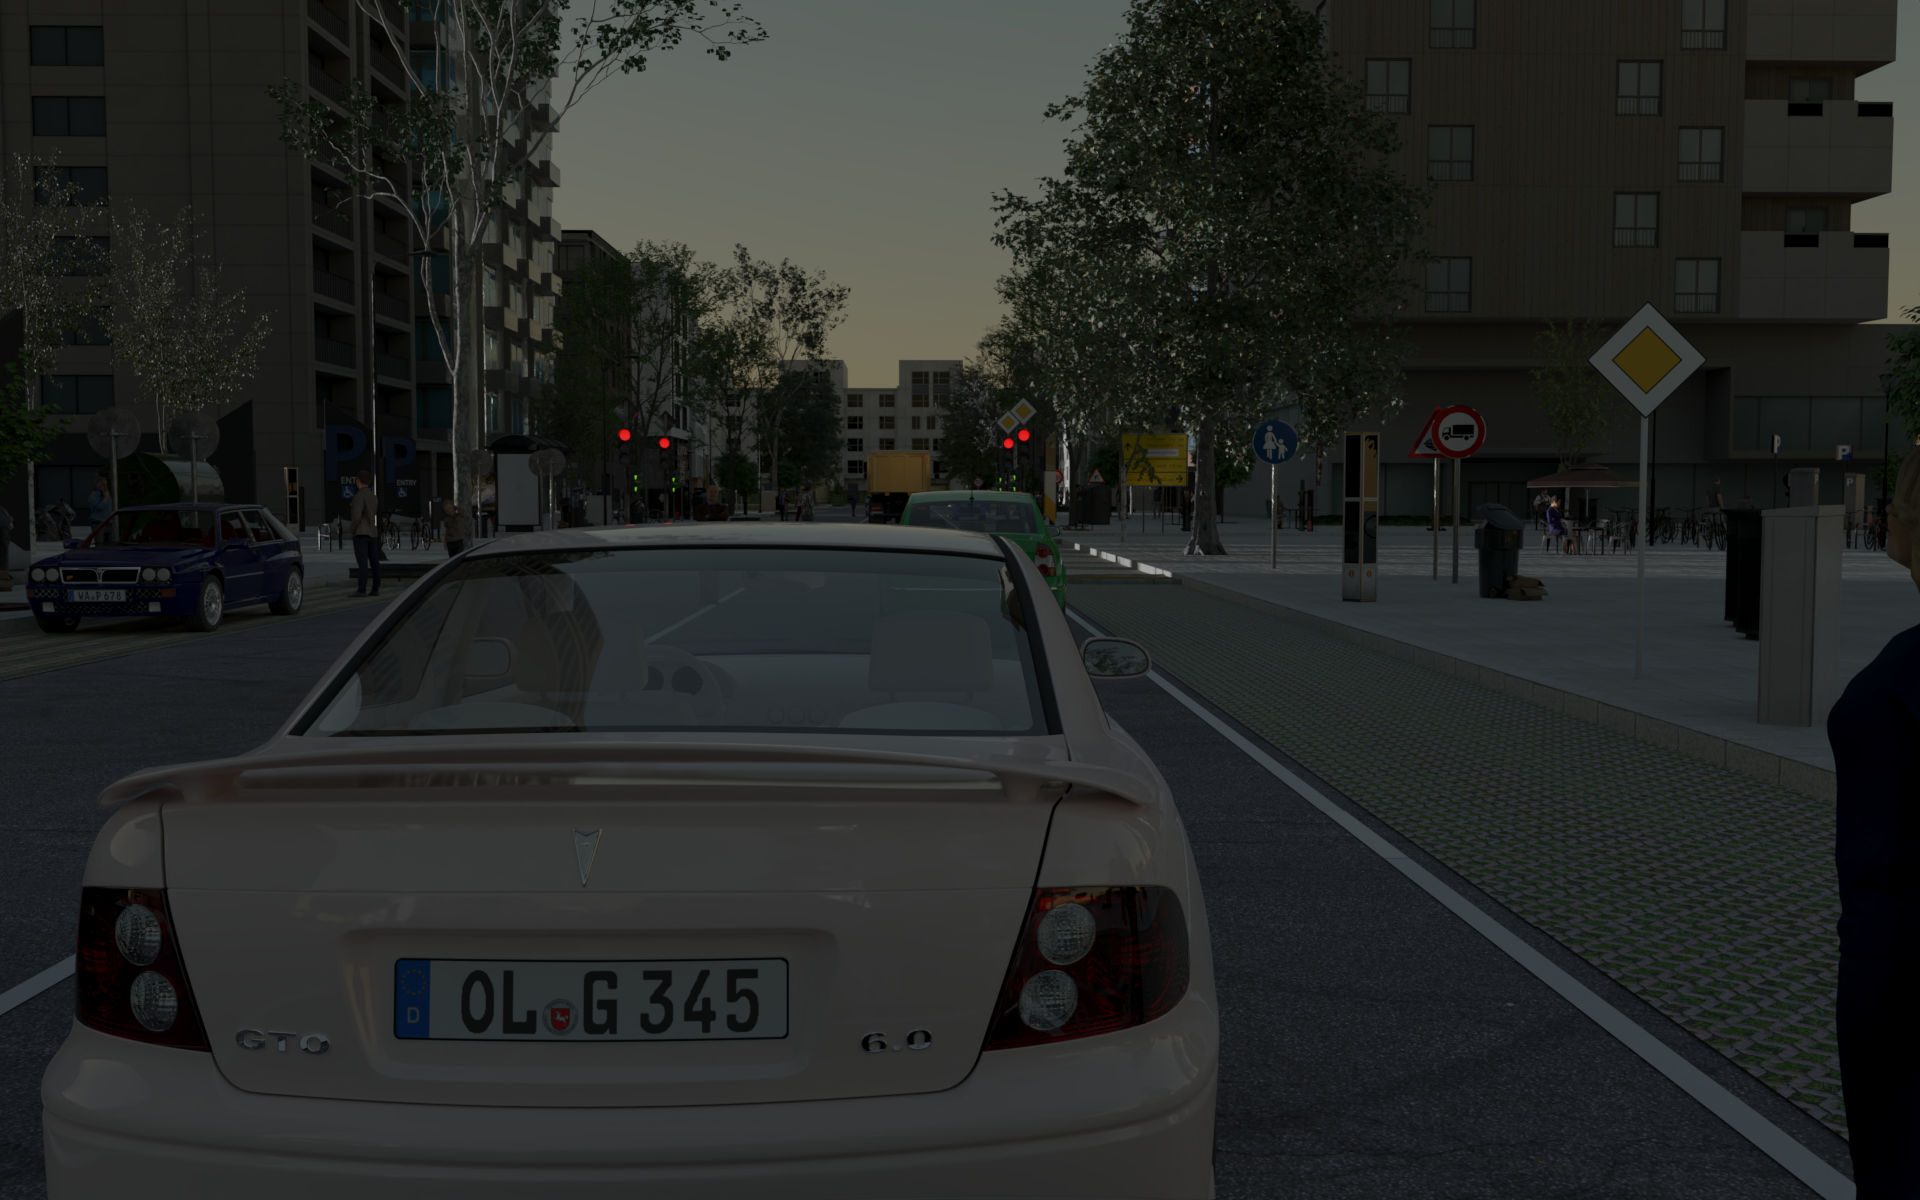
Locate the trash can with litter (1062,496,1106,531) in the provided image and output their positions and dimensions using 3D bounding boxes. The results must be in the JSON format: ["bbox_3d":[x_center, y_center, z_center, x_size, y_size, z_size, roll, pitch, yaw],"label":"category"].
[{"bbox_3d":[4.126,-3.067,61.209,1.678,1.210,2.233,-2,4,-24],"label":"trash can with litter"}]

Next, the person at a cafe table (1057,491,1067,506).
[{"bbox_3d":[7.154,-7.385,129.263,1.622,1.524,1.698,1,4,11],"label":"person at a cafe table"}]

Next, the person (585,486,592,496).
[{"bbox_3d":[-22.034,-5.873,102.786,0.376,1.734,0.841,2,4,24],"label":"person"}]

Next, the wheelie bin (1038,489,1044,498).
[{"bbox_3d":[5.481,-6.360,111.896,0.980,1.594,0.693,-2,4,-24],"label":"wheelie bin"}]

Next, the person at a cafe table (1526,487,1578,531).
[{"bbox_3d":[20.817,-3.219,61.147,1.698,1.524,1.622,-1,4,-20],"label":"person at a cafe table"}]

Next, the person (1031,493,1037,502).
[{"bbox_3d":[5.438,-7.310,127.263,0.593,1.614,0.444,3,5,41],"label":"person"}]

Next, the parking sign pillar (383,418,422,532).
[{"bbox_3d":[-19.132,-4.320,59.098,1.447,3.967,1.447,-3,5,-41],"label":"parking sign pillar"}]

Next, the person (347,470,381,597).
[{"bbox_3d":[-8.410,-0.924,24.134,0.750,1.759,0.617,2,4,30],"label":"person"}]

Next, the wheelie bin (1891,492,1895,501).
[{"bbox_3d":[27.918,-2.639,51.054,0.693,1.594,0.980,-2,4,-31],"label":"wheelie bin"}]

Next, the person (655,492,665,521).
[{"bbox_3d":[-13.899,-4.382,80.870,0.799,1.438,0.628,1,4,15],"label":"person"}]

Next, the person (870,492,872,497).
[{"bbox_3d":[-6.385,-7.091,126.657,0.590,1.554,0.614,-2,4,-32],"label":"person"}]

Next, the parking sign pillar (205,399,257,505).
[{"bbox_3d":[-20.668,-3.707,49.074,1.447,3.967,1.447,-1,4,-12],"label":"parking sign pillar"}]

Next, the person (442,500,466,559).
[{"bbox_3d":[-7.597,-0.838,26.107,0.435,1.345,0.340,0,4,3],"label":"person"}]

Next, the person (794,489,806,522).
[{"bbox_3d":[-6.314,-3.585,68.581,0.566,1.644,0.517,-2,4,-31],"label":"person"}]

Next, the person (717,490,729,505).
[{"bbox_3d":[-19.433,-8.296,142.398,1.217,1.735,0.721,-1,4,-17],"label":"person"}]

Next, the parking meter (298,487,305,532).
[{"bbox_3d":[-22.411,-3.077,58.720,0.372,1.533,0.369,0,3,0],"label":"parking meter"}]

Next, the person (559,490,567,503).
[{"bbox_3d":[-24.039,-5.903,104.827,0.482,1.546,0.388,1,4,16],"label":"person"}]

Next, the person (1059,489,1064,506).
[{"bbox_3d":[10.458,-10.422,176.973,0.617,1.759,0.750,-1,4,-22],"label":"person"}]

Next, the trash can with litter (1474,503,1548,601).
[{"bbox_3d":[6.794,-0.601,21.212,0.624,1.170,1.055,-1,4,-22],"label":"trash can with litter"}]

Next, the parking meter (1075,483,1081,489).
[{"bbox_3d":[6.449,-5.442,94.680,0.399,1.863,0.255,1,4,22],"label":"parking meter"}]

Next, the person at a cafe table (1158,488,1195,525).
[{"bbox_3d":[9.378,-3.935,72.857,1.622,1.524,1.698,-1,4,-15],"label":"person at a cafe table"}]

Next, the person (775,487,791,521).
[{"bbox_3d":[-6.831,-3.507,66.659,0.655,1.722,0.431,3,4,36],"label":"person"}]

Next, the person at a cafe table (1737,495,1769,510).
[{"bbox_3d":[30.023,-3.344,65.529,1.726,1.238,1.698,-3,4,-37],"label":"person at a cafe table"}]

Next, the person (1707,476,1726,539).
[{"bbox_3d":[21.682,-2.657,49.620,0.434,1.807,0.598,0,4,-4],"label":"person"}]

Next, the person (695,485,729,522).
[{"bbox_3d":[-3.187,-0.710,22.386,0.482,1.546,0.388,-1,4,-10],"label":"person"}]

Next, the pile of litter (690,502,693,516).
[{"bbox_3d":[-15.749,-5.269,100.108,1.719,0.858,1.176,1,4,15],"label":"pile of litter"}]

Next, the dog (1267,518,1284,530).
[{"bbox_3d":[11.428,-2.752,62.732,0.748,0.427,0.550,0,4,-1],"label":"dog"}]

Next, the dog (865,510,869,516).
[{"bbox_3d":[-5.952,-5.555,111.013,0.550,0.427,0.748,0,4,2],"label":"dog"}]

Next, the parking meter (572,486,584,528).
[{"bbox_3d":[-12.654,-2.991,57.314,0.372,1.533,0.369,0,3,0],"label":"parking meter"}]

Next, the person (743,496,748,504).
[{"bbox_3d":[-19.721,-9.344,159.550,0.721,1.736,1.217,-2,4,-32],"label":"person"}]

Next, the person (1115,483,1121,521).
[{"bbox_3d":[7.553,-4.681,82.701,0.434,1.807,0.598,2,4,33],"label":"person"}]

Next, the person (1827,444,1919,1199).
[{"bbox_3d":[1.448,0.530,2.380,0.613,1.512,0.480,2,4,28],"label":"person"}]

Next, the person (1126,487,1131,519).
[{"bbox_3d":[8.456,-5.002,88.385,0.434,1.755,0.990,-1,4,-21],"label":"person"}]

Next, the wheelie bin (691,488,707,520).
[{"bbox_3d":[-12.726,-4.704,84.824,0.980,1.594,0.693,1,4,17],"label":"wheelie bin"}]

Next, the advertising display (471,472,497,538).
[{"bbox_3d":[-13.898,-2.753,50.227,0.123,1.923,0.974,3,5,43],"label":"advertising display"}]

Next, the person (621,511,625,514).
[{"bbox_3d":[-12.349,-3.080,64.324,0.347,0.859,0.695,-3,4,-36],"label":"person"}]

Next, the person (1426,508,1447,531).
[{"bbox_3d":[16.477,-2.789,59.936,0.859,0.850,0.655,2,4,24],"label":"person"}]

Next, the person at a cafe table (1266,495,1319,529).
[{"bbox_3d":[12.073,-3.259,64.144,1.726,1.238,1.698,-2,4,-35],"label":"person at a cafe table"}]

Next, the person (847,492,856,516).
[{"bbox_3d":[-6.854,-6.137,110.713,0.662,1.594,0.647,2,4,35],"label":"person"}]

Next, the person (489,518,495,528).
[{"bbox_3d":[-17.707,-3.524,65.369,0.444,1.614,0.593,1,4,16],"label":"person"}]

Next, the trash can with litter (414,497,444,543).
[{"bbox_3d":[-13.860,-2.169,46.528,1.678,1.210,2.233,0,4,2],"label":"trash can with litter"}]

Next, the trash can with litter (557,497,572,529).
[{"bbox_3d":[-14.571,-3.230,64.196,0.624,1.170,1.055,0,4,2],"label":"trash can with litter"}]

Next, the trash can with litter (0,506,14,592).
[{"bbox_3d":[-12.820,-0.713,23.044,0.624,1.170,1.055,-3,5,-41],"label":"trash can with litter"}]

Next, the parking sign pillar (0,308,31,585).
[{"bbox_3d":[-13.920,-2.211,24.623,1.447,3.967,1.447,1,4,13],"label":"parking sign pillar"}]

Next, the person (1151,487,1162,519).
[{"bbox_3d":[9.967,-4.990,87.757,0.434,1.807,0.598,-3,4,-38],"label":"person"}]

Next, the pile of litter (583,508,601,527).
[{"bbox_3d":[-14.466,-3.240,66.947,1.176,0.858,1.719,-1,4,-19],"label":"pile of litter"}]

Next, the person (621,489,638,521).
[{"bbox_3d":[-12.069,-3.457,63.389,0.655,1.722,0.431,2,4,33],"label":"person"}]

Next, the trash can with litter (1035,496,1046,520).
[{"bbox_3d":[4.038,-4.530,85.456,0.624,1.170,1.055,-1,4,-13],"label":"trash can with litter"}]

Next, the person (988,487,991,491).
[{"bbox_3d":[2.014,-6.671,115.811,0.504,1.737,0.576,1,4,8],"label":"person"}]

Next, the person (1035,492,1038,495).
[{"bbox_3d":[7.390,-10.099,171.156,1.348,1.824,0.705,2,4,23],"label":"person"}]

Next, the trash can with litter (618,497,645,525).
[{"bbox_3d":[-11.940,-3.131,62.580,1.055,1.170,0.624,-1,4,-14],"label":"trash can with litter"}]

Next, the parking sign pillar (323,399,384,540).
[{"bbox_3d":[-17.275,-3.700,48.969,1.447,3.967,1.447,0,4,-8],"label":"parking sign pillar"}]

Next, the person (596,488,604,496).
[{"bbox_3d":[-26.849,-7.494,129.281,0.576,1.737,0.504,-3,5,-44],"label":"person"}]

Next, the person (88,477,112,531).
[{"bbox_3d":[-13.343,-1.149,27.040,0.429,1.552,0.499,3,5,40],"label":"person"}]

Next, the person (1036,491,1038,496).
[{"bbox_3d":[8.349,-11.116,187.920,0.705,1.807,1.348,1,4,18],"label":"person"}]

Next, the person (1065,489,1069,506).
[{"bbox_3d":[10.693,-10.115,172.091,0.621,1.740,0.551,0,4,1],"label":"person"}]

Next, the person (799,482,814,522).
[{"bbox_3d":[-3.989,-2.193,45.081,0.376,1.734,0.841,0,4,-7],"label":"person"}]
